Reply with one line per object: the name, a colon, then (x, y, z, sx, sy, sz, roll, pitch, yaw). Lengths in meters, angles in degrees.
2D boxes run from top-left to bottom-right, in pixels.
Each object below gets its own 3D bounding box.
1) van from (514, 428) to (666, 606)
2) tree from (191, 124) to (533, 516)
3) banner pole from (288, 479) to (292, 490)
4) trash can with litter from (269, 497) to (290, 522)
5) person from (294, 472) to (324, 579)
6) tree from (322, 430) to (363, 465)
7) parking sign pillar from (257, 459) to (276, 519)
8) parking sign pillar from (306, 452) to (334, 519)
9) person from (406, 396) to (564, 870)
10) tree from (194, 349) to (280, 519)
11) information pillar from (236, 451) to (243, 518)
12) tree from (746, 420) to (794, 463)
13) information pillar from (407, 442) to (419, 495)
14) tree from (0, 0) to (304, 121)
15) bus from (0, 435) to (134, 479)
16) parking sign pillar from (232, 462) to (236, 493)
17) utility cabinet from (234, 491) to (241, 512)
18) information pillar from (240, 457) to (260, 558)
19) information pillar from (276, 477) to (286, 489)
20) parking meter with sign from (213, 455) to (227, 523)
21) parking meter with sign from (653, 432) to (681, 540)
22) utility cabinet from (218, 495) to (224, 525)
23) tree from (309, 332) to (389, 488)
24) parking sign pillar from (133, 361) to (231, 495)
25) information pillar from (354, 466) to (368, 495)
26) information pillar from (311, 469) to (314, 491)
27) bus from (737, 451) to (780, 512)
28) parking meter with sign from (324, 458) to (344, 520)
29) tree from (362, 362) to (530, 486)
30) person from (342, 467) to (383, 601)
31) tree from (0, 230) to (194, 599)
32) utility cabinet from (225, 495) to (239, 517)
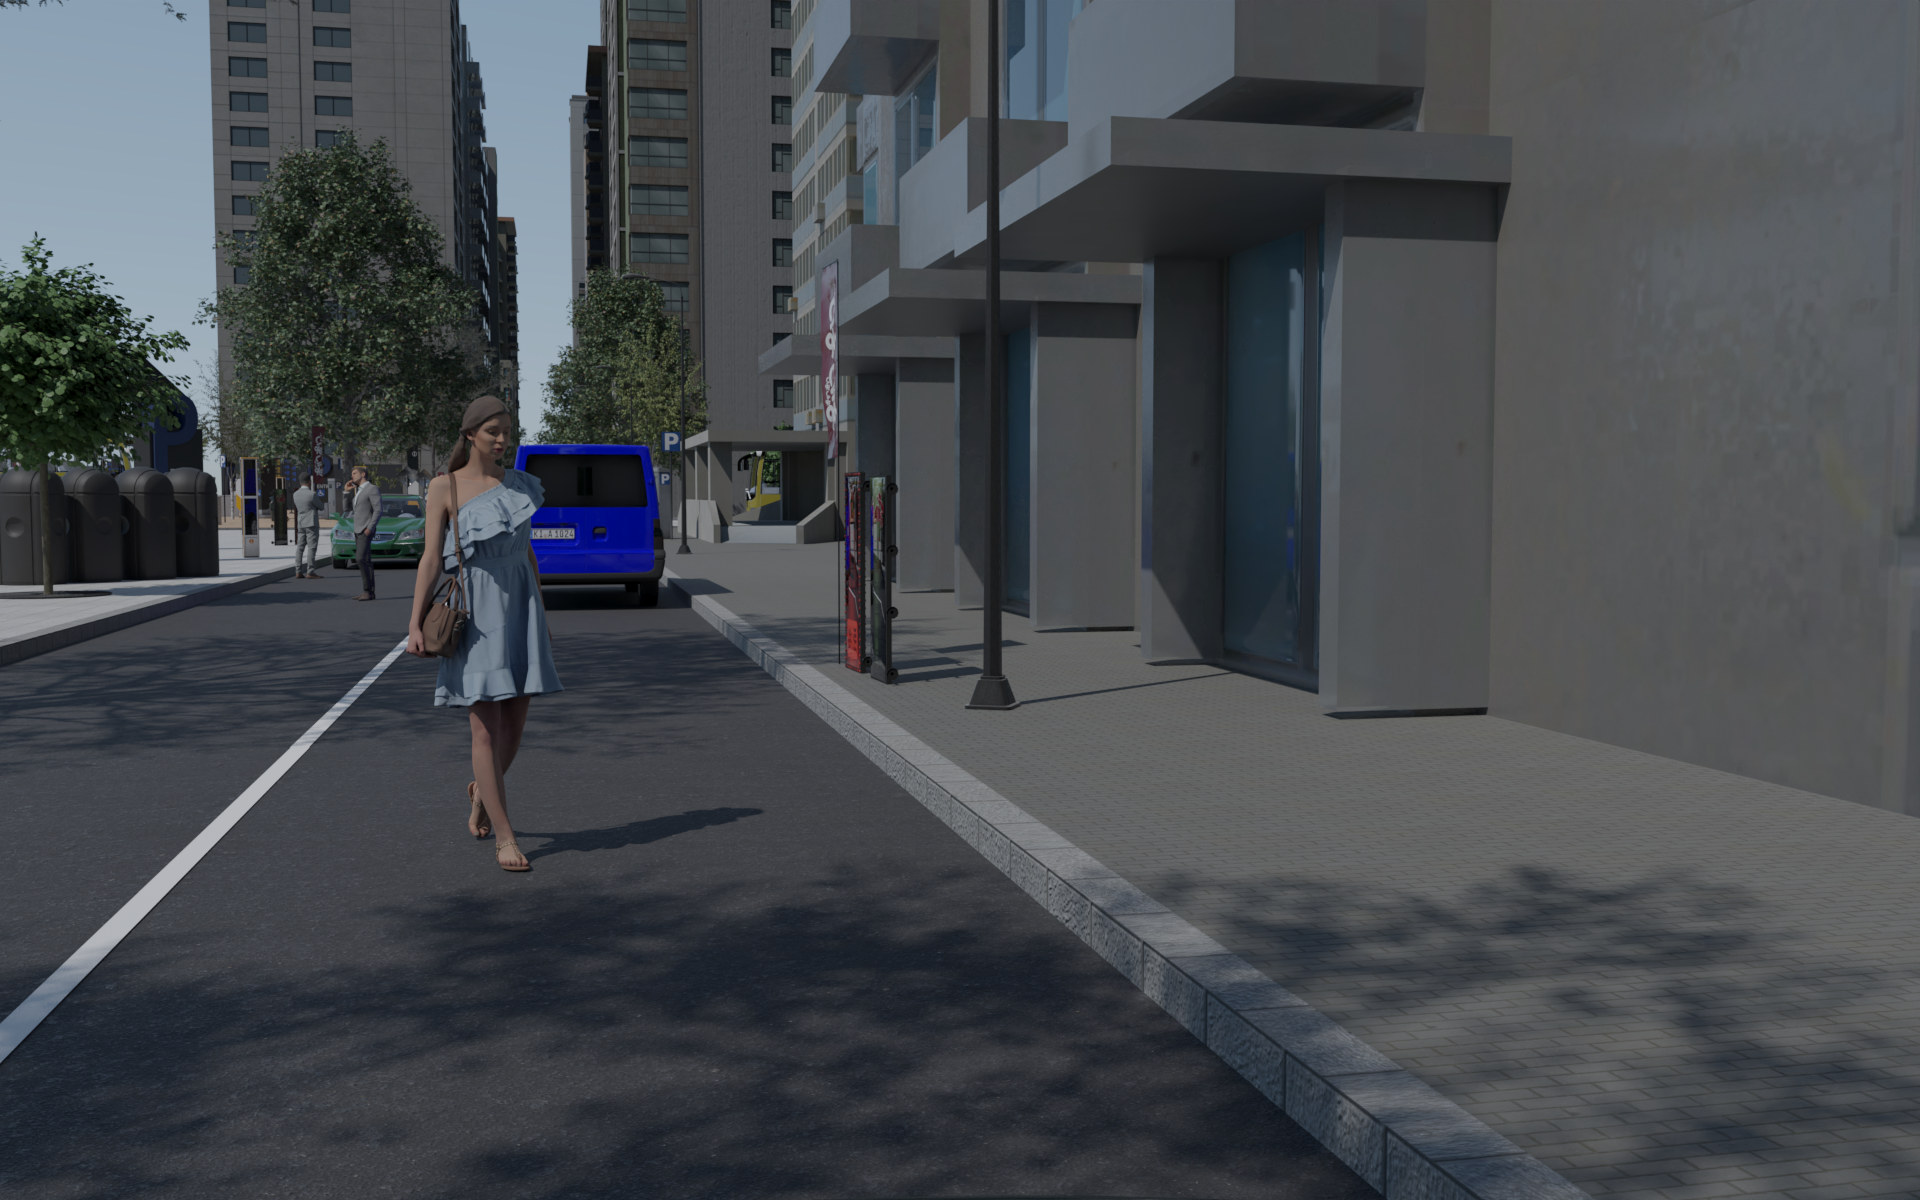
van: (-5.186, -1.177, 23.631, 2.240, 2.365, 5.245, -1, 4, -14)
tree: (-19.171, -8.392, 54.220, 9.611, 12.733, 9.660, 0, 3, 0)
banner pole: (-49.898, -8.500, 128.992, 0.401, 3.779, 0.863, 0, 4, -2)
trash can with litter: (-31.590, -4.228, 80.521, 1.055, 1.170, 0.624, 2, 4, 28)
person: (-11.047, -1.270, 29.442, 0.511, 1.800, 0.466, 1, 4, 11)
tree: (-42.277, -11.635, 124.651, 8.767, 10.594, 7.601, -1, 4, -11)
parking sign pillar: (-36.595, -6.282, 91.189, 1.447, 3.967, 1.447, 1, 4, 12)
parking sign pillar: (-32.511, -6.088, 88.009, 1.447, 3.967, 1.447, -2, 4, -25)
person: (-1.888, 0.110, 6.803, 0.616, 1.811, 0.778, -2, 4, -32)
tree: (-36.879, -8.388, 87.505, 4.360, 8.622, 3.978, 0, 3, 0)
information pillar: (-39.145, -6.292, 94.231, 0.504, 3.616, 0.183, 1, 4, 9)
tree: (-7.808, -5.693, 76.797, 4.285, 4.588, 4.351, 0, 3, 0)
information pillar: (-24.328, -5.245, 77.106, 0.504, 3.616, 0.183, 0, 4, -6)
tree: (-8.672, -6.031, 8.972, 12.009, 13.543, 11.850, 0, 3, 0)
bus: (-35.395, -4.306, 61.949, 12.252, 3.916, 2.896, -1, 4, -13)
parking sign pillar: (-51.894, -8.280, 123.850, 1.447, 3.967, 1.447, 2, 4, 33)
utility cabinet: (-49.370, -6.756, 119.140, 1.173, 1.500, 0.318, 1, 4, 20)
information pillar: (-14.288, -1.856, 34.845, 0.304, 2.012, 0.304, -2, 4, -28)
information pillar: (-29.605, -4.346, 75.554, 0.304, 2.012, 0.304, 0, 4, 1)
parking meter with sign: (-33.553, -4.941, 77.053, 0.543, 3.016, 1.738, 3, 5, 43)
parking meter with sign: (-8.484, -3.250, 49.398, 0.543, 3.016, 1.738, -2, 4, -27)
utility cabinet: (-31.107, -3.702, 71.686, 0.306, 1.237, 1.020, 2, 4, 35)
tree: (-25.469, -7.441, 72.019, 4.737, 8.622, 4.395, 0, 3, 0)
parking sign pillar: (-15.018, -2.716, 32.880, 1.447, 3.967, 1.447, 1, 4, 21)
information pillar: (-15.912, -2.544, 46.086, 0.304, 2.012, 0.304, -1, 4, -9)
information pillar: (-29.679, -5.385, 79.392, 0.183, 3.616, 0.504, -1, 4, -16)
bus: (-2.598, -4.741, 69.055, 12.252, 3.916, 2.896, -1, 4, -12)
parking meter with sign: (-30.705, -5.437, 85.157, 1.738, 3.016, 0.543, 3, 5, 42)
tree: (-32.760, -10.941, 113.303, 8.767, 10.594, 7.601, 1, 4, 18)
person: (-8.079, -0.902, 23.430, 0.473, 1.802, 0.592, -2, 4, -28)
tree: (-11.550, -2.323, 21.695, 4.285, 4.588, 4.351, 0, 3, 0)
utility cabinet: (-41.164, -5.284, 97.548, 1.020, 1.237, 0.306, -2, 4, -26)
